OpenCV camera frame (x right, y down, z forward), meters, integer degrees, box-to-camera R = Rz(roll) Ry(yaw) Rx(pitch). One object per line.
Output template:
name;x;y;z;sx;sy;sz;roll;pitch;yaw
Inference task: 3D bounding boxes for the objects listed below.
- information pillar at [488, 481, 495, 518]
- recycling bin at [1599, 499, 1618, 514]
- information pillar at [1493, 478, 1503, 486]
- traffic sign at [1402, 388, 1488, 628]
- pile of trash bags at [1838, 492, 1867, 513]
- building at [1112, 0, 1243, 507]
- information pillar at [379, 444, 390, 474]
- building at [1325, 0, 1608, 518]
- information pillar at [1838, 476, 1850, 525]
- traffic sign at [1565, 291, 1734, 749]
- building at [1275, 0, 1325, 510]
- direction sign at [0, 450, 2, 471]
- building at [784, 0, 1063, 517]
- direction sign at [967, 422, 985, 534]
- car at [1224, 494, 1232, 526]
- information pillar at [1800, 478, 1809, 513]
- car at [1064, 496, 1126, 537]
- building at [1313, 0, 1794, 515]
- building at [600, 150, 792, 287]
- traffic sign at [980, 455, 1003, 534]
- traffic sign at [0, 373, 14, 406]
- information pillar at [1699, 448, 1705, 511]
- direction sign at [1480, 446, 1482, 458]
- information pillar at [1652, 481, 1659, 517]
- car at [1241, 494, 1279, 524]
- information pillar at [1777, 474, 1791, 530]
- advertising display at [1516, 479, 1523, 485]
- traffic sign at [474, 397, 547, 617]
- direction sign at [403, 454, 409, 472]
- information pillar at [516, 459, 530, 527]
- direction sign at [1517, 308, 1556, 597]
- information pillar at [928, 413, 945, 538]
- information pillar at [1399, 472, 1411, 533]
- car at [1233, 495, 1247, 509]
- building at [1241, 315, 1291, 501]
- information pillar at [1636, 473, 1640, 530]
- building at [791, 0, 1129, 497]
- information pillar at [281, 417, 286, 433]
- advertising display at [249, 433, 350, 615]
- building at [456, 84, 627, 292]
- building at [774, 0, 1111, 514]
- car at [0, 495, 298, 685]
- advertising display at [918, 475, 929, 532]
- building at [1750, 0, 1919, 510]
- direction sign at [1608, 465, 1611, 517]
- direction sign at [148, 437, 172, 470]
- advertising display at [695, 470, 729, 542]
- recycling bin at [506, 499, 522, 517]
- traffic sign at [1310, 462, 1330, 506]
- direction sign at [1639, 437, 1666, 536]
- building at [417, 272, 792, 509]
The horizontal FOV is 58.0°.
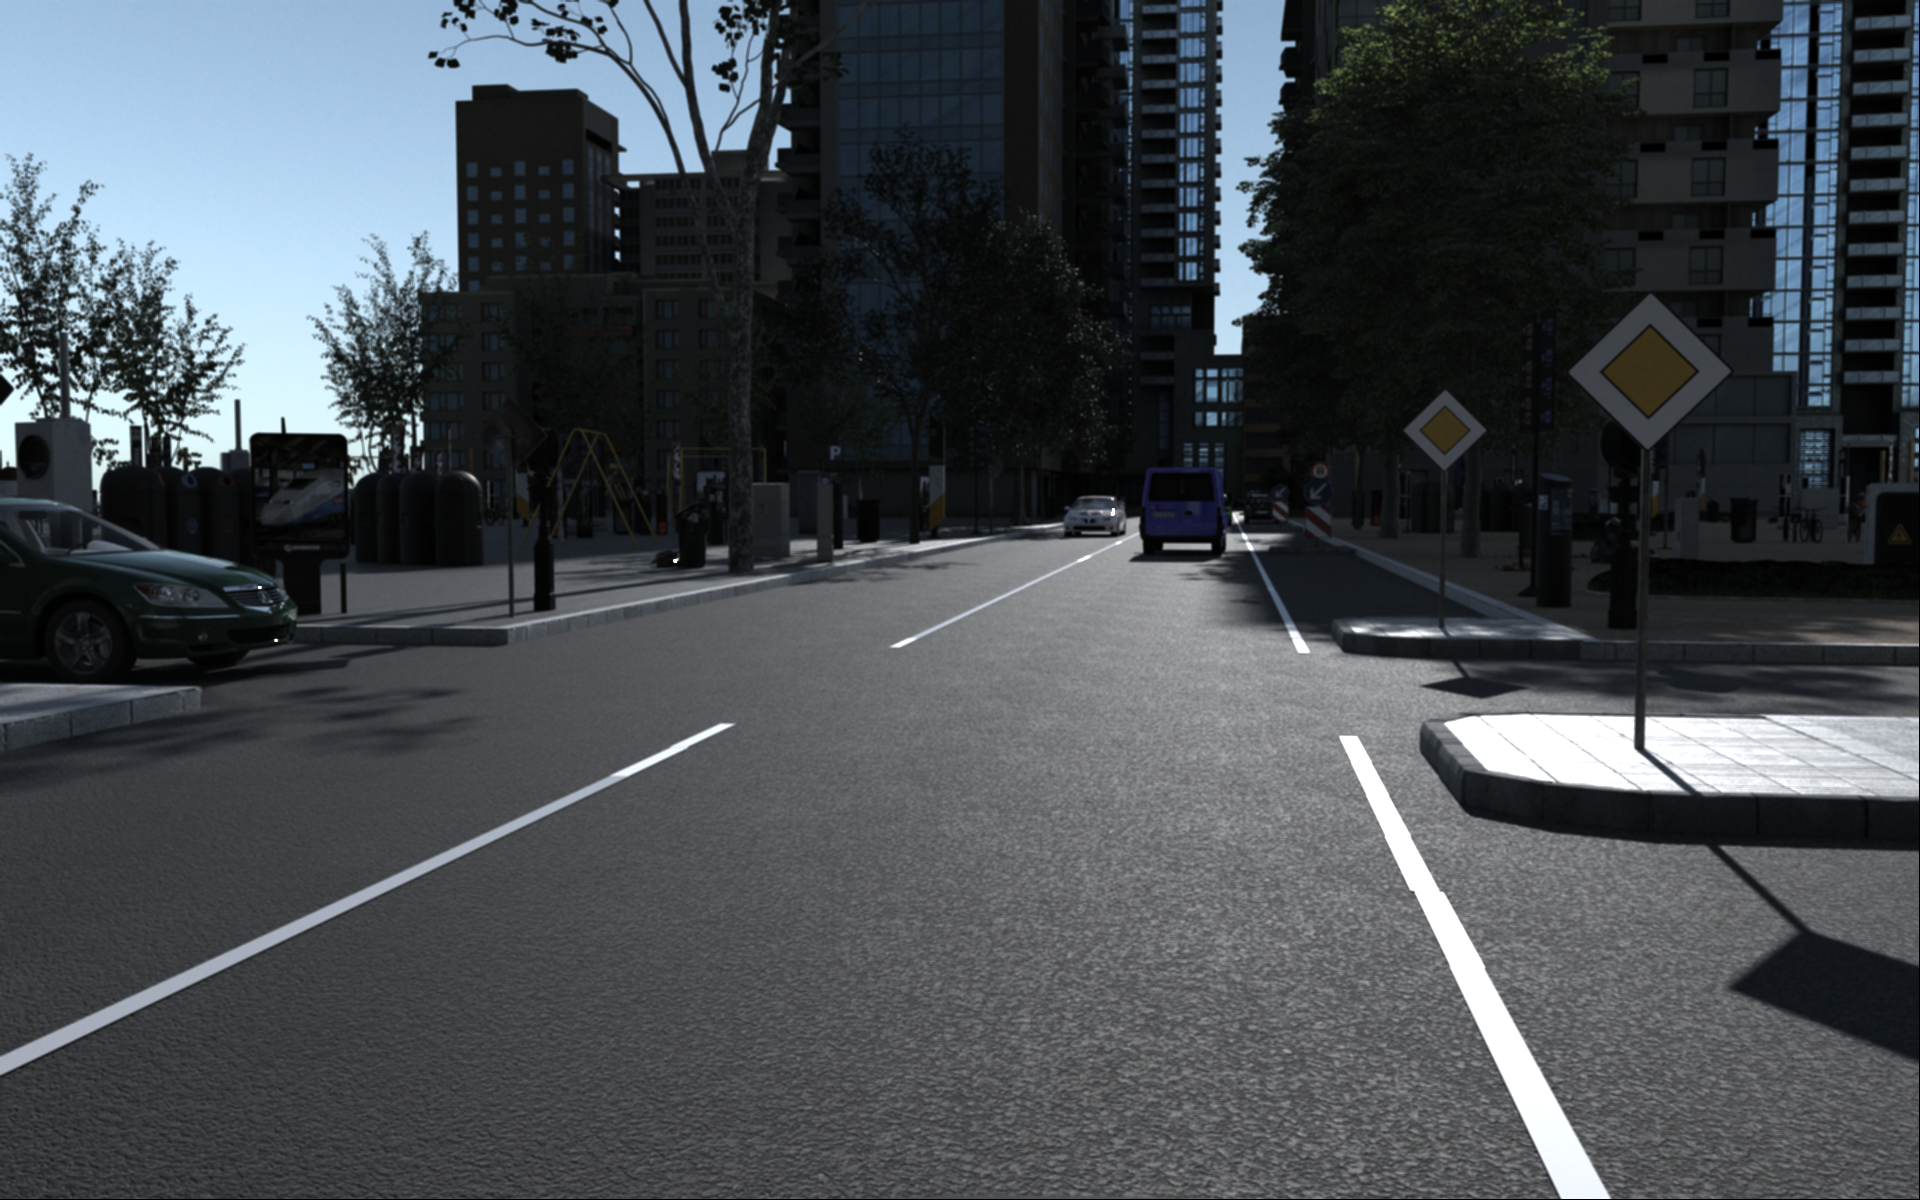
information pillar;-25.645;-5.522;94.774;0.304;2.012;0.304;-2;4;-26
recycling bin;32.591;-4.556;87.043;0.722;1.027;0.722;-3;5;-39
information pillar;24.201;-4.493;77.957;0.304;2.012;0.304;-1;4;-16
traffic sign;4.618;-0.790;16.560;0.795;2.450;0.064;1;4;9
pile of trash bags;40.844;-4.299;80.045;3.447;1.369;1.912;-2;4;-30
building;14.930;-53.437;186.364;31.000;86.520;22.319;1;4;9
information pillar;-27.100;-5.521;81.617;0.504;3.616;0.183;0;4;3
building;28.081;-25.376;98.499;14.154;41.232;14.086;1;4;9
information pillar;36.533;-4.103;71.584;0.304;2.012;0.304;-3;5;-43
traffic sign;3.420;-0.307;8.665;0.795;2.450;0.064;1;4;9
building;38.332;-30.119;147.064;22.147;44.769;28.867;1;4;9
direction sign;-49.947;-5.960;89.445;0.876;3.537;0.379;-1;4;-20
building;-1.554;-27.581;101.068;14.600;45.320;14.200;1;4;9
direction sign;0.520;-3.863;55.160;0.379;3.537;0.876;-3;4;-38
car;11.526;-4.311;79.276;1.959;1.807;4.718;0;4;7
information pillar;37.853;-4.475;77.663;0.304;2.012;0.304;1;4;16
car;4.715;-2.918;60.064;2.083;1.381;4.827;1;4;10
building;38.497;-32.357;118.280;28.713;52.752;27.495;1;4;9
building;-25.553;-30.973;198.295;23.993;40.220;32.217;1;4;9
traffic sign;1.006;-3.423;56.074;0.768;2.556;0.104;1;4;11
traffic sign;-5.865;-0.394;10.089;0.795;2.450;0.064;1;4;9
information pillar;37.473;-5.879;87.477;0.183;3.616;0.504;0;4;2
direction sign;24.250;-5.497;81.877;0.379;3.537;0.876;-3;4;-38
information pillar;25.894;-4.492;64.805;0.504;3.616;0.183;-1;4;-9
car;14.805;-4.595;84.906;2.009;1.686;4.222;1;4;10
information pillar;29.629;-3.532;62.240;0.304;2.012;0.304;-2;4;-32
advertising display;24.590;-4.355;76.426;0.123;1.923;0.974;3;4;36
traffic sign;-4.667;-0.877;17.984;0.795;2.450;0.064;1;4;9
direction sign;-31.231;-6.446;97.387;0.876;3.537;0.379;3;4;37
information pillar;-17.177;-4.693;68.083;0.504;3.616;0.183;-2;4;-24
direction sign;7.193;-1.813;21.637;0.379;3.537;0.876;0;4;-7
information pillar;-0.675;-3.595;50.126;0.504;3.616;0.183;2;4;28
information pillar;14.646;-3.218;57.114;0.304;2.012;0.304;2;4;35
car;26.854;-9.306;164.733;1.945;1.354;3.894;1;4;8
building;44.996;-20.881;186.442;28.899;21.520;27.650;1;4;9
information pillar;21.278;-3.025;53.959;0.304;2.012;0.304;3;5;44
building;-0.298;-32.899;157.511;30.456;49.044;23.786;1;4;9
information pillar;-20.691;-3.775;53.074;0.183;3.616;0.504;-1;4;-16
advertising display;-7.015;-0.808;18.427;0.974;1.923;0.123;-2;4;-28
building;-45.968;-33.173;192.489;14.200;45.320;14.600;1;4;9
building;-0.913;-28.640;122.887;22.147;44.769;28.867;1;4;9
car;-7.834;-0.138;14.047;4.920;1.459;2.131;1;4;10
advertising display;-1.261;-3.323;59.543;0.123;1.923;0.974;1;4;19
building;71.633;-50.941;145.552;31.000;86.520;22.319;1;4;9
direction sign;25.783;-4.693;68.731;0.379;3.537;0.876;1;4;16
direction sign;-31.597;-4.683;68.565;0.876;3.537;0.379;1;4;11
advertising display;-6.645;-2.521;46.426;0.974;1.923;0.123;2;4;23
recycling bin;-24.534;-5.079;95.588;0.722;1.027;0.722;2;4;24
traffic sign;14.131;-4.149;67.947;0.768;2.556;0.104;1;4;18
direction sign;21.271;-3.748;53.279;0.876;3.537;0.379;1;4;11
building;-30.051;-19.269;160.082;28.899;21.520;27.650;1;4;9
